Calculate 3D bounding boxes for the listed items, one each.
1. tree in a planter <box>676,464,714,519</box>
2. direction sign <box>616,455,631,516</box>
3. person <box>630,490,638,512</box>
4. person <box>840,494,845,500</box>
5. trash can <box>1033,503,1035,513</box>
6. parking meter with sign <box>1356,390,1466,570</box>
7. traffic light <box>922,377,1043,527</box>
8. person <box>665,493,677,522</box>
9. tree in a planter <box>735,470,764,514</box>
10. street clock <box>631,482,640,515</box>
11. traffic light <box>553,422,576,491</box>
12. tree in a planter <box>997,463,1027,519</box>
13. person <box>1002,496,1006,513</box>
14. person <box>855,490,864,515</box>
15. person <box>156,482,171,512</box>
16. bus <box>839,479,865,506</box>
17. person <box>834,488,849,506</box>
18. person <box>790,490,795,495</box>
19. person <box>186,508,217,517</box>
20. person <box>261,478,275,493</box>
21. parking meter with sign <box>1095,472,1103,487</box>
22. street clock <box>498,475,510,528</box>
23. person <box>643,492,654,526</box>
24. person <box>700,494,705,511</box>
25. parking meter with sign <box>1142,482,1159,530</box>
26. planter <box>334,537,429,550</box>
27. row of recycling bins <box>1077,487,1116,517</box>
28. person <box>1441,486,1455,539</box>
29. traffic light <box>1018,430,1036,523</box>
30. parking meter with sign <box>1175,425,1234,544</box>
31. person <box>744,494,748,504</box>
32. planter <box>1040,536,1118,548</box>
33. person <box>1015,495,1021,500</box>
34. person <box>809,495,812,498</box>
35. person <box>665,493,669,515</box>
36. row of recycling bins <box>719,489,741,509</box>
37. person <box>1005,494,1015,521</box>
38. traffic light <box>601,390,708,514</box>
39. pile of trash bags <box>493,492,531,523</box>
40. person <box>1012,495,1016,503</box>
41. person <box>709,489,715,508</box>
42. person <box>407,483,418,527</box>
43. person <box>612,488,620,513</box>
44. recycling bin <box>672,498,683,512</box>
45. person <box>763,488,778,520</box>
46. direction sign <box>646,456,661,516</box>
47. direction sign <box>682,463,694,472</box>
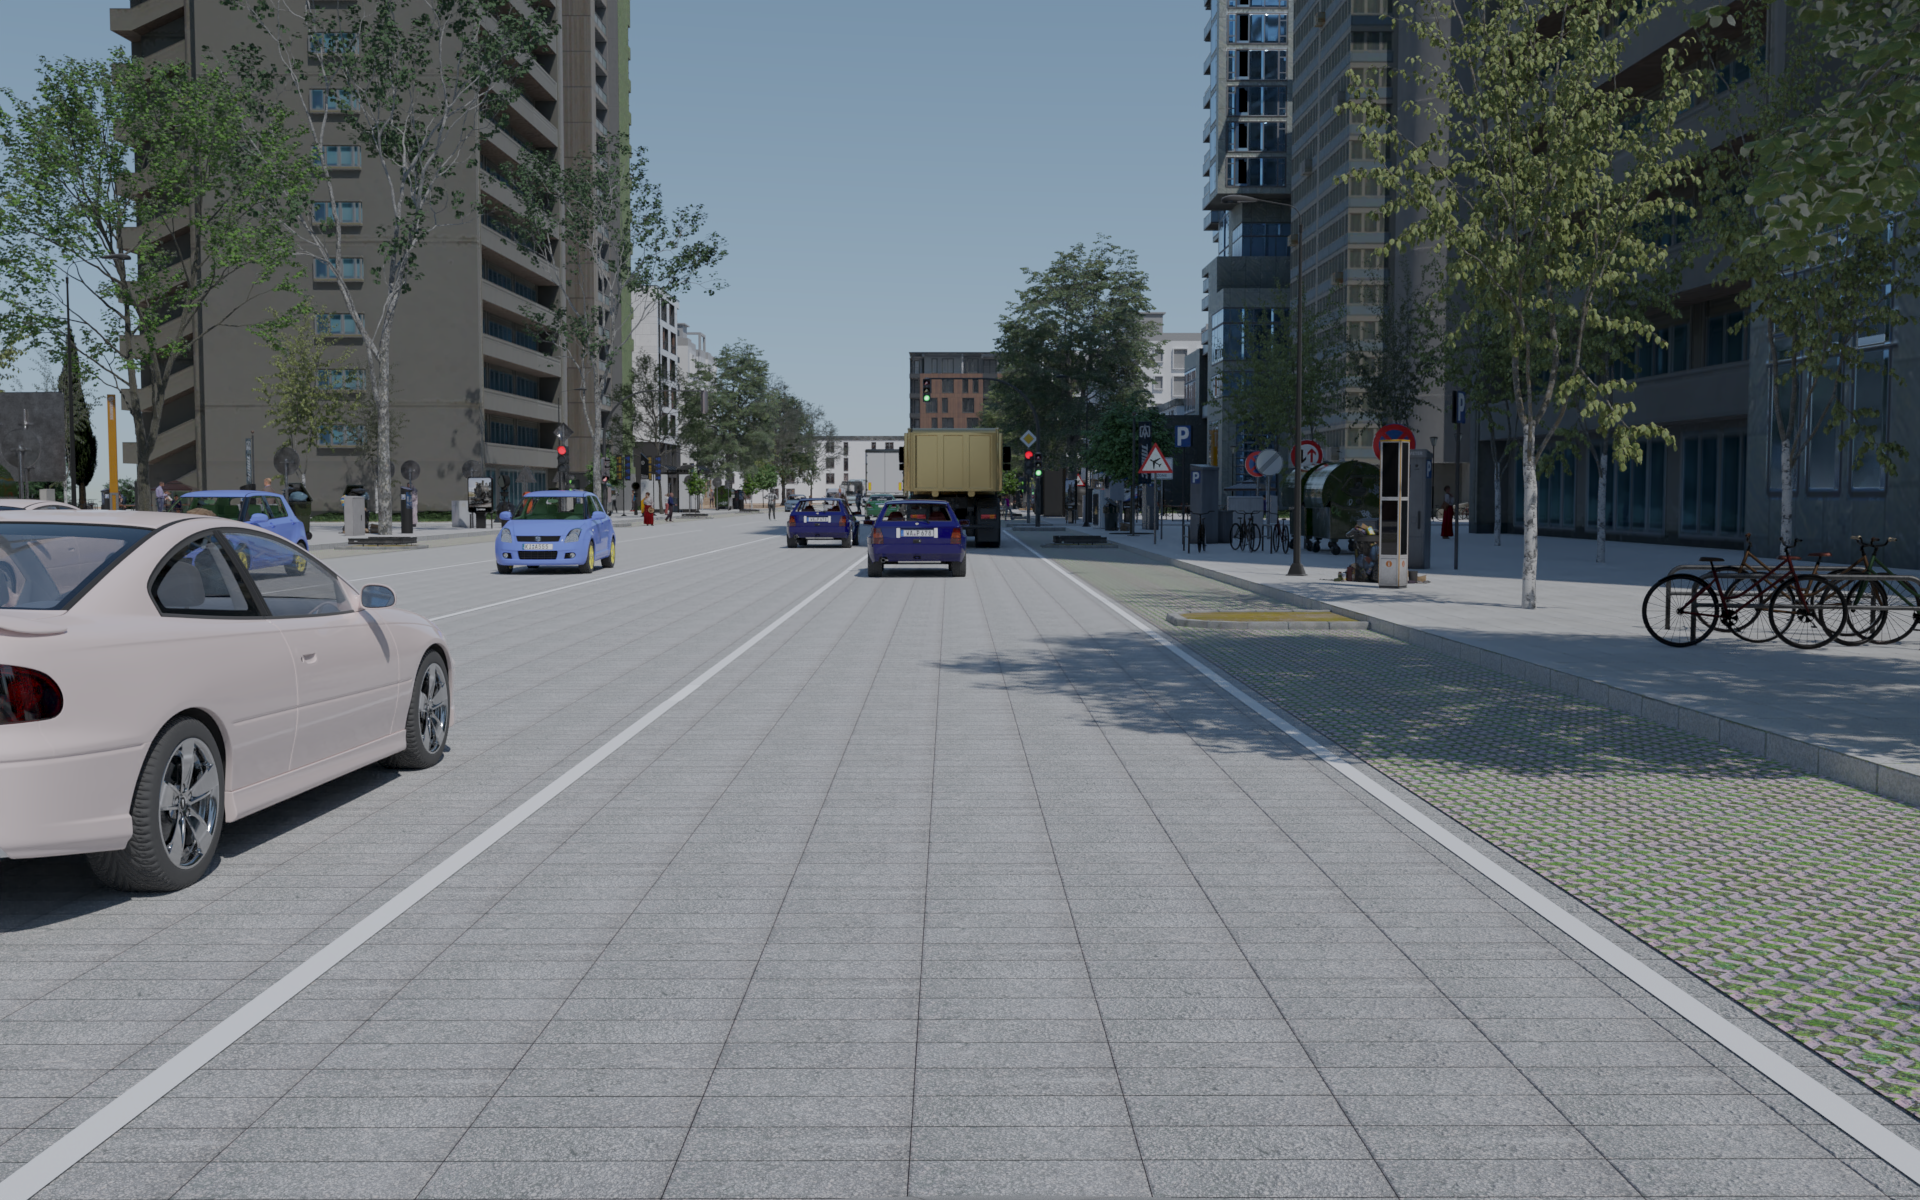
[{"bbox_3d":[-15.340,-6.307,100.348,1.991,3.239,1.994,0,4,0],"label":"tree in a planter"},{"bbox_3d":[-19.428,-6.607,100.016,0.876,3.537,0.379,1,4,15],"label":"direction sign"},{"bbox_3d":[-23.952,-7.282,126.975,0.662,1.594,0.647,0,4,1],"label":"person"},{"bbox_3d":[-5.685,-4.245,81.149,0.776,1.435,0.726,-1,4,-19],"label":"person"},{"bbox_3d":[5.184,-6.401,116.301,0.748,1.137,0.748,0,3,0],"label":"trash can"},{"bbox_3d":[7.725,-2.051,29.787,1.738,3.016,0.543,2,4,31],"label":"parking meter with sign"},{"bbox_3d":[0.928,-5.681,67.548,4.771,5.953,1.251,0,4,0],"label":"traffic light"},{"bbox_3d":[-14.878,-4.782,89.372,0.600,1.496,0.574,1,4,12],"label":"person"},{"bbox_3d":[-15.481,-7.969,127.515,1.991,3.239,1.994,0,4,0],"label":"tree in a planter"},{"bbox_3d":[-19.597,-6.123,104.689,0.471,2.002,0.358,-2,4,-27],"label":"street clock"},{"bbox_3d":[-15.442,-4.811,67.584,0.839,4.253,0.868,0,4,0],"label":"traffic light"},{"bbox_3d":[2.878,-6.309,100.369,1.991,3.239,1.994,0,4,0],"label":"tree in a planter"},{"bbox_3d":[3.192,-6.773,123.151,0.435,1.345,0.340,-2,4,-28],"label":"person"},{"bbox_3d":[-6.784,-6.526,115.926,0.376,1.734,0.841,3,4,37],"label":"person"},{"bbox_3d":[-35.844,-4.407,77.958,0.599,1.838,0.709,-3,4,-38],"label":"person"},{"bbox_3d":[-12.777,-13.191,210.525,2.948,3.499,13.247,0,4,0],"label":"bus"},{"bbox_3d":[-6.648,-5.343,96.407,0.990,1.755,0.434,-1,4,-13],"label":"person"},{"bbox_3d":[-21.175,-12.995,219.060,0.990,1.755,0.434,-2,4,-27],"label":"person"},{"bbox_3d":[-4.565,0.114,10.552,0.435,1.345,0.340,2,4,28],"label":"person"},{"bbox_3d":[-20.793,-2.771,51.901,0.434,1.755,0.990,1,4,13],"label":"person"},{"bbox_3d":[8.118,-6.417,101.174,0.543,3.016,1.738,0,4,7],"label":"parking meter with sign"},{"bbox_3d":[-17.316,-3.747,65.832,0.471,2.002,0.358,3,4,36],"label":"street clock"},{"bbox_3d":[-13.981,-4.090,77.841,0.523,1.526,0.387,1,4,12],"label":"person"},{"bbox_3d":[-19.712,-7.636,131.618,0.841,1.734,0.376,-1,4,-21],"label":"person"},{"bbox_3d":[6.839,-4.059,62.628,0.543,3.016,1.738,-1,4,-8],"label":"parking meter with sign"},{"bbox_3d":[-15.032,-1.477,45.286,1.991,0.319,1.994,0,4,0],"label":"planter"},{"bbox_3d":[7.467,-5.474,96.619,1.069,1.692,3.534,3,5,40],"label":"row of recycling bins"},{"bbox_3d":[13.921,-2.502,49.414,0.387,1.526,0.523,1,4,19],"label":"person"},{"bbox_3d":[2.975,-5.307,75.686,0.839,4.253,0.868,0,4,0],"label":"traffic light"},{"bbox_3d":[6.322,-2.956,44.588,1.738,3.016,0.543,-3,5,-40],"label":"parking meter with sign"},{"bbox_3d":[-28.089,-13.412,225.889,0.990,1.755,0.434,0,4,8],"label":"person"},{"bbox_3d":[3.170,-1.550,46.486,1.991,0.319,1.994,0,4,0],"label":"planter"},{"bbox_3d":[7.453,-13.539,227.388,1.348,1.826,0.705,-1,4,-8],"label":"person"},{"bbox_3d":[-10.047,-6.365,116.472,0.340,1.345,0.435,-1,4,-17],"label":"person"},{"bbox_3d":[-17.849,-5.844,105.497,0.435,1.345,0.340,1,4,21],"label":"person"},{"bbox_3d":[-19.327,-8.483,145.808,1.069,1.692,3.534,1,4,23],"label":"row of recycling bins"},{"bbox_3d":[2.680,-4.943,92.559,0.776,1.435,0.726,2,4,25],"label":"person"},{"bbox_3d":[-13.394,-6.174,75.615,4.771,5.953,1.251,0,4,0],"label":"traffic light"},{"bbox_3d":[-19.399,-4.085,76.540,1.912,1.369,3.447,-2,4,-27],"label":"pile of trash bags"},{"bbox_3d":[6.428,-11.840,202.810,0.799,1.438,0.628,2,4,33],"label":"person"},{"bbox_3d":[-23.334,-9.570,163.047,0.617,1.759,0.750,-1,4,-19],"label":"person"},{"bbox_3d":[-21.395,-3.720,67.530,0.551,1.740,0.621,0,4,-1],"label":"person"},{"bbox_3d":[-23.261,-6.698,116.278,0.841,1.734,0.376,-2,4,-33],"label":"person"},{"bbox_3d":[-20.269,-6.822,124.099,0.722,1.027,0.722,2,4,28],"label":"recycling bin"},{"bbox_3d":[-10.239,-5.189,94.056,0.841,1.734,0.376,1,4,22],"label":"person"},{"bbox_3d":[-18.010,-6.717,101.816,0.876,3.537,0.379,-1,4,-20],"label":"direction sign"},{"bbox_3d":[-19.740,-8.194,125.969,0.876,3.537,0.379,-2,4,-27],"label":"direction sign"}]
